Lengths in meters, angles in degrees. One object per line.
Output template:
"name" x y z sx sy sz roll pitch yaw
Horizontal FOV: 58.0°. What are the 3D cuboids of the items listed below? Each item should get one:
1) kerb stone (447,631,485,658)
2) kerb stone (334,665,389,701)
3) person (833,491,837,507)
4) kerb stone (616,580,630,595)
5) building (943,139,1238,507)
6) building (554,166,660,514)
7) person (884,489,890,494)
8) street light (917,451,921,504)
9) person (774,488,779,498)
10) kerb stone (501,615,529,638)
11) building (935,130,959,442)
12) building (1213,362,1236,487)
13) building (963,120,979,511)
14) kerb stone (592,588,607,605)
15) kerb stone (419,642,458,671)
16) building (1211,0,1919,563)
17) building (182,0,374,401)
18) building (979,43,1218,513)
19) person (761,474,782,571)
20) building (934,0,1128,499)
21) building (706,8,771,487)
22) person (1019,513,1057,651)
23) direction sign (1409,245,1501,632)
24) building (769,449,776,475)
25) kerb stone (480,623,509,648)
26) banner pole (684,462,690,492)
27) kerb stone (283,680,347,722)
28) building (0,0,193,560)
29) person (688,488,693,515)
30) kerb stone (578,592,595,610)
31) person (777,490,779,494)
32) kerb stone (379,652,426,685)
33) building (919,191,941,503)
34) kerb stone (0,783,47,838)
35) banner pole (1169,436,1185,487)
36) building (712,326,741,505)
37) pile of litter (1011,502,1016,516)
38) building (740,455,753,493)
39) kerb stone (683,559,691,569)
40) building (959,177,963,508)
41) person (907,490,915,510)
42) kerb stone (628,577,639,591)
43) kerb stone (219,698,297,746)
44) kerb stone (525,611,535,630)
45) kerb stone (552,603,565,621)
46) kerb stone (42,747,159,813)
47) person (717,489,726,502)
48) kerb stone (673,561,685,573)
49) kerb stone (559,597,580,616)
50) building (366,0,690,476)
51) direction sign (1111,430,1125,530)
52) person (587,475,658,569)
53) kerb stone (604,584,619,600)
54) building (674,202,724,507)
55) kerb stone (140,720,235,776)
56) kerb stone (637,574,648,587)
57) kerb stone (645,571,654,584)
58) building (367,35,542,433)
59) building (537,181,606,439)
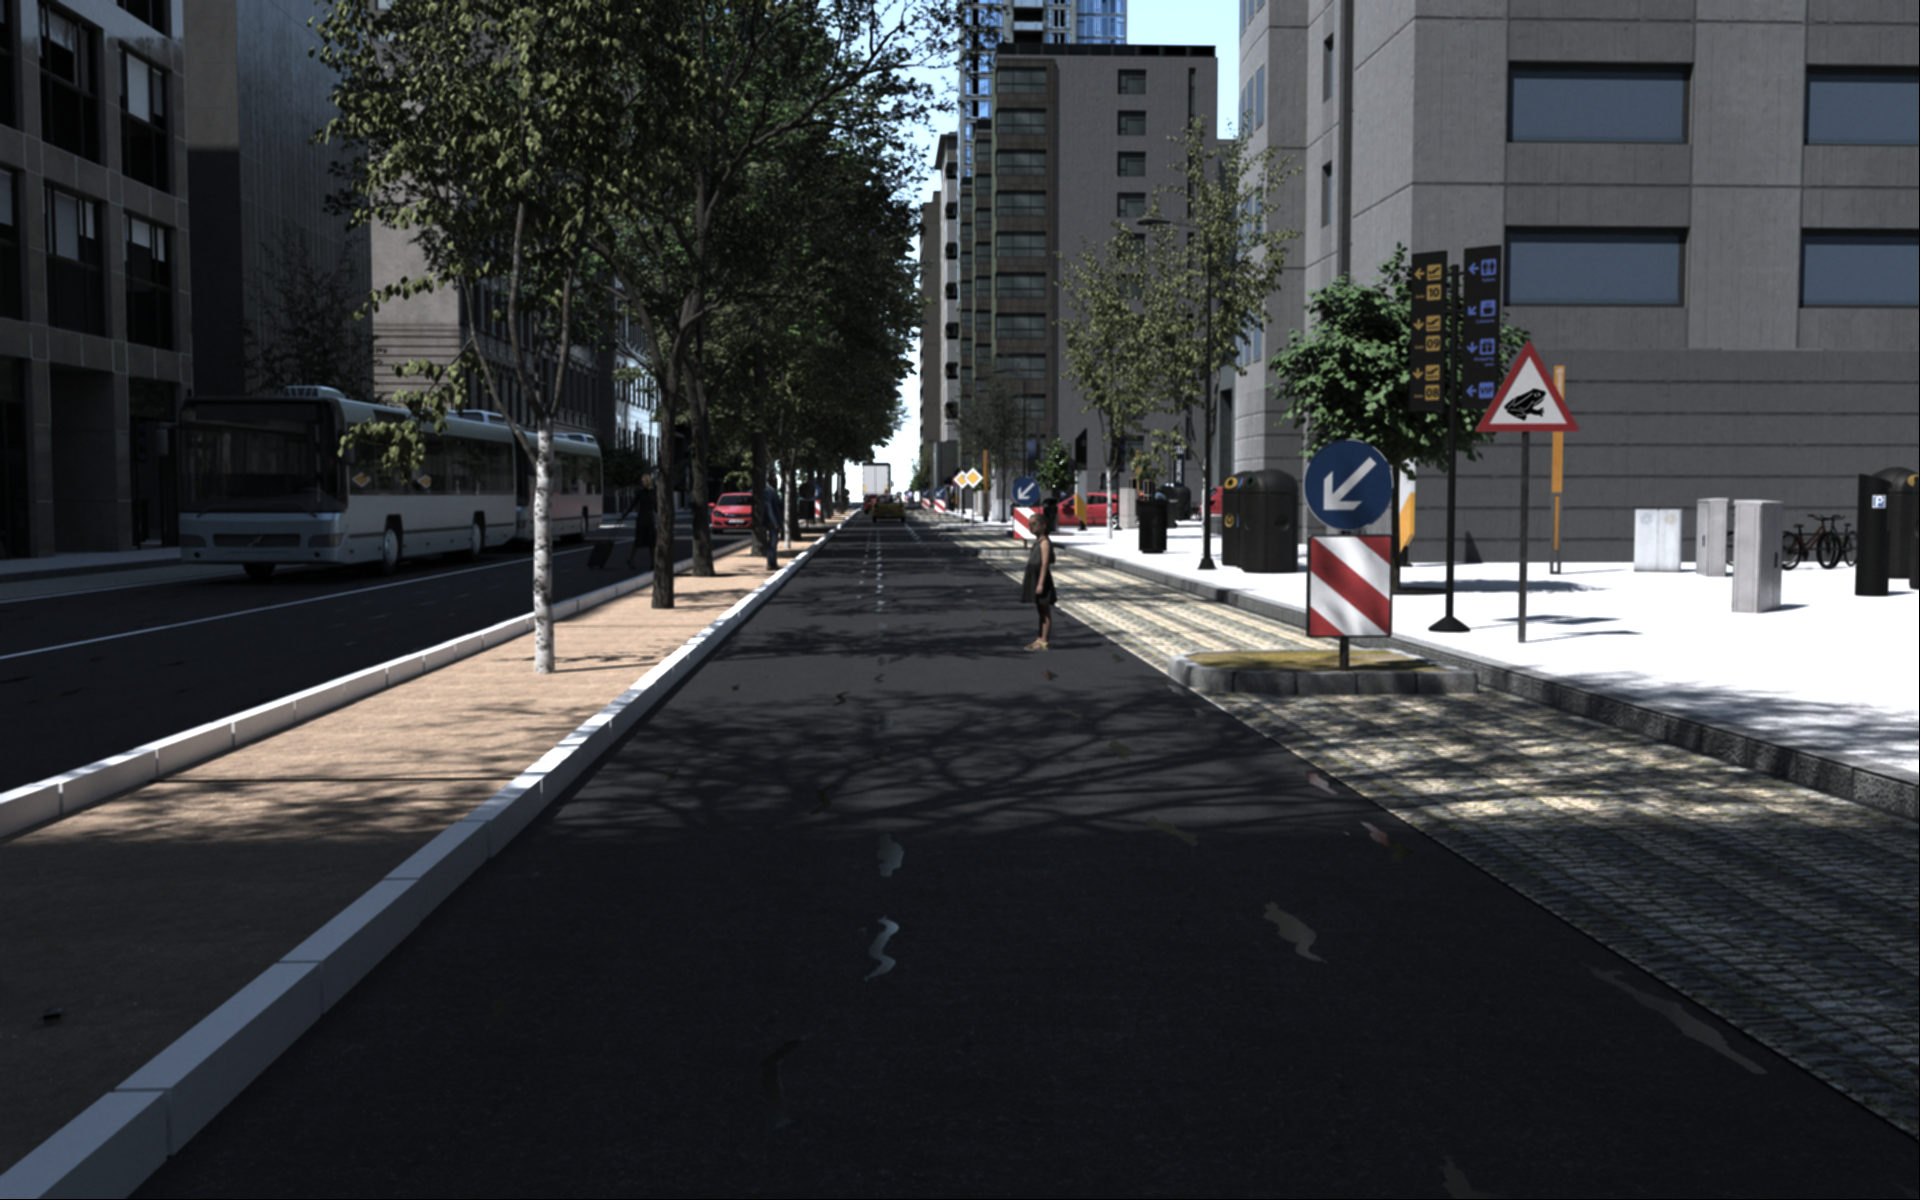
"kerb stone" -4.421 0.416 15.392 0.120 0.150 1.000 0 4 -3
"kerb stone" -4.282 0.604 12.314 0.120 0.150 1.000 0 4 -3
"person" -13.550 -11.046 189.198 1.348 1.812 0.705 -2 4 -24
"kerb stone" -4.855 -0.148 24.607 0.120 0.150 1.000 0 4 -3
"building" 14.505 -29.829 179.588 32.217 40.220 23.993 0 4 -3
"building" -28.737 -20.010 124.425 12.463 27.353 25.104 0 4 -3
"person" -5.456 -7.441 130.140 0.580 1.828 0.573 1 4 21
"street light" -3.972 -13.181 188.044 1.470 5.913 1.316 0 4 -3
"person" -10.506 -5.470 97.732 0.655 1.846 0.447 1 4 22
"kerb stone" -4.525 0.291 17.437 0.120 0.150 1.000 0 4 -3
"building" 11.085 -40.261 247.506 28.713 52.752 27.495 0 4 -3
"building" 28.730 -47.275 85.619 31.000 86.520 22.319 0 4 -3
"building" 7.873 -22.354 137.195 14.160 30.474 14.107 0 4 -3
"kerb stone" -4.766 -0.022 22.558 0.120 0.150 1.000 0 4 -3
"kerb stone" -4.370 0.483 14.361 0.120 0.150 1.000 0 4 -3
"building" 18.138 -30.764 44.992 21.231 58.520 28.212 0 4 -3
"building" -35.232 -14.387 54.287 30.058 24.678 14.314 0 4 -3
"building" 8.956 -21.006 115.155 14.160 30.474 14.107 0 4 -3
"person" -3.518 -1.455 32.476 0.419 1.800 0.721 -1 4 -9
"building" 8.511 -54.599 205.365 22.319 86.520 31.000 0 4 -3
"building" -41.136 -58.810 274.212 22.319 86.520 31.000 0 4 -3
"person" 0.712 -0.167 15.908 0.373 1.253 0.362 -1 4 -11
"direction sign" 4.586 -1.476 16.131 0.876 3.537 0.379 3 5 42
"building" -39.192 -39.635 298.146 14.600 45.320 14.200 0 4 -3
"kerb stone" -4.466 0.356 16.413 0.120 0.150 1.000 0 4 -3
"banner pole" -21.551 -8.956 136.455 0.401 3.779 0.863 2 4 33
"kerb stone" -4.225 0.667 11.285 0.120 0.150 1.000 0 4 -3
"building" -27.575 -13.452 24.455 19.350 26.468 34.151 0 4 -3
"person" -17.976 -6.627 116.689 0.795 1.843 0.661 3 4 38
"kerb stone" -4.716 0.040 21.537 0.120 0.150 1.000 0 4 -3
"person" -15.276 -8.304 144.692 0.534 1.772 0.576 -1 4 -19
"kerb stone" -4.325 0.542 13.336 0.120 0.150 1.000 0 4 -3
"building" 4.529 -39.642 271.851 21.300 48.544 21.600 0 4 -3
"kerb stone" -4.035 0.918 7.187 0.120 0.150 1.000 0 4 -3
"banner pole" 9.215 -5.149 74.206 0.863 3.779 0.401 1 4 16
"building" -34.273 -26.843 210.586 14.160 30.474 14.107 0 4 -3
"pile of litter" 3.269 -5.261 99.987 1.176 0.858 1.719 0 4 5
"building" -39.562 -36.148 245.649 22.147 44.769 28.867 0 4 -3
"kerb stone" -5.258 -0.649 32.802 0.120 0.150 1.000 0 4 -3
"building" 6.804 -23.779 160.482 14.160 30.474 14.107 0 4 -3
"person" -4.255 -8.793 152.127 0.709 1.838 0.599 2 4 27
"kerb stone" -4.916 -0.205 25.628 0.120 0.150 1.000 0 4 -3
"kerb stone" -4.172 0.730 10.259 0.120 0.150 1.000 0 4 -3
"kerb stone" -4.570 0.228 18.466 0.120 0.150 1.000 0 4 -3
"kerb stone" -4.622 0.166 19.487 0.120 0.150 1.000 0 4 -3
"kerb stone" -4.078 0.859 8.208 0.120 0.150 1.000 0 4 -3
"person" -15.767 -6.497 115.077 0.716 1.782 0.532 -2 4 -26
"kerb stone" -5.216 -0.585 31.781 0.120 0.150 1.000 0 4 -3
"kerb stone" -4.680 0.103 20.515 0.120 0.150 1.000 0 4 -3
"building" -39.508 -34.871 159.375 28.713 52.752 27.495 0 4 -3
"direction sign" 5.606 -4.250 61.486 0.379 3.537 0.876 3 4 36
"person" -6.358 -1.503 33.285 1.509 1.804 0.699 1 4 22
"kerb stone" -4.815 -0.085 23.586 0.120 0.150 1.000 0 4 -3
"building" -37.576 -32.630 188.118 22.147 44.769 28.867 0 4 -3
"kerb stone" -4.128 0.793 9.229 0.120 0.150 1.000 0 4 -3
"kerb stone" -4.963 -0.270 26.657 0.120 0.150 1.000 0 4 -3
"kerb stone" -5.017 -0.336 27.685 0.120 0.150 1.000 0 4 -3
"building" -26.223 -14.231 81.830 9.793 20.994 18.267 0 4 -3
"building" -27.911 -16.229 101.498 11.583 22.565 21.152 0 4 -3
